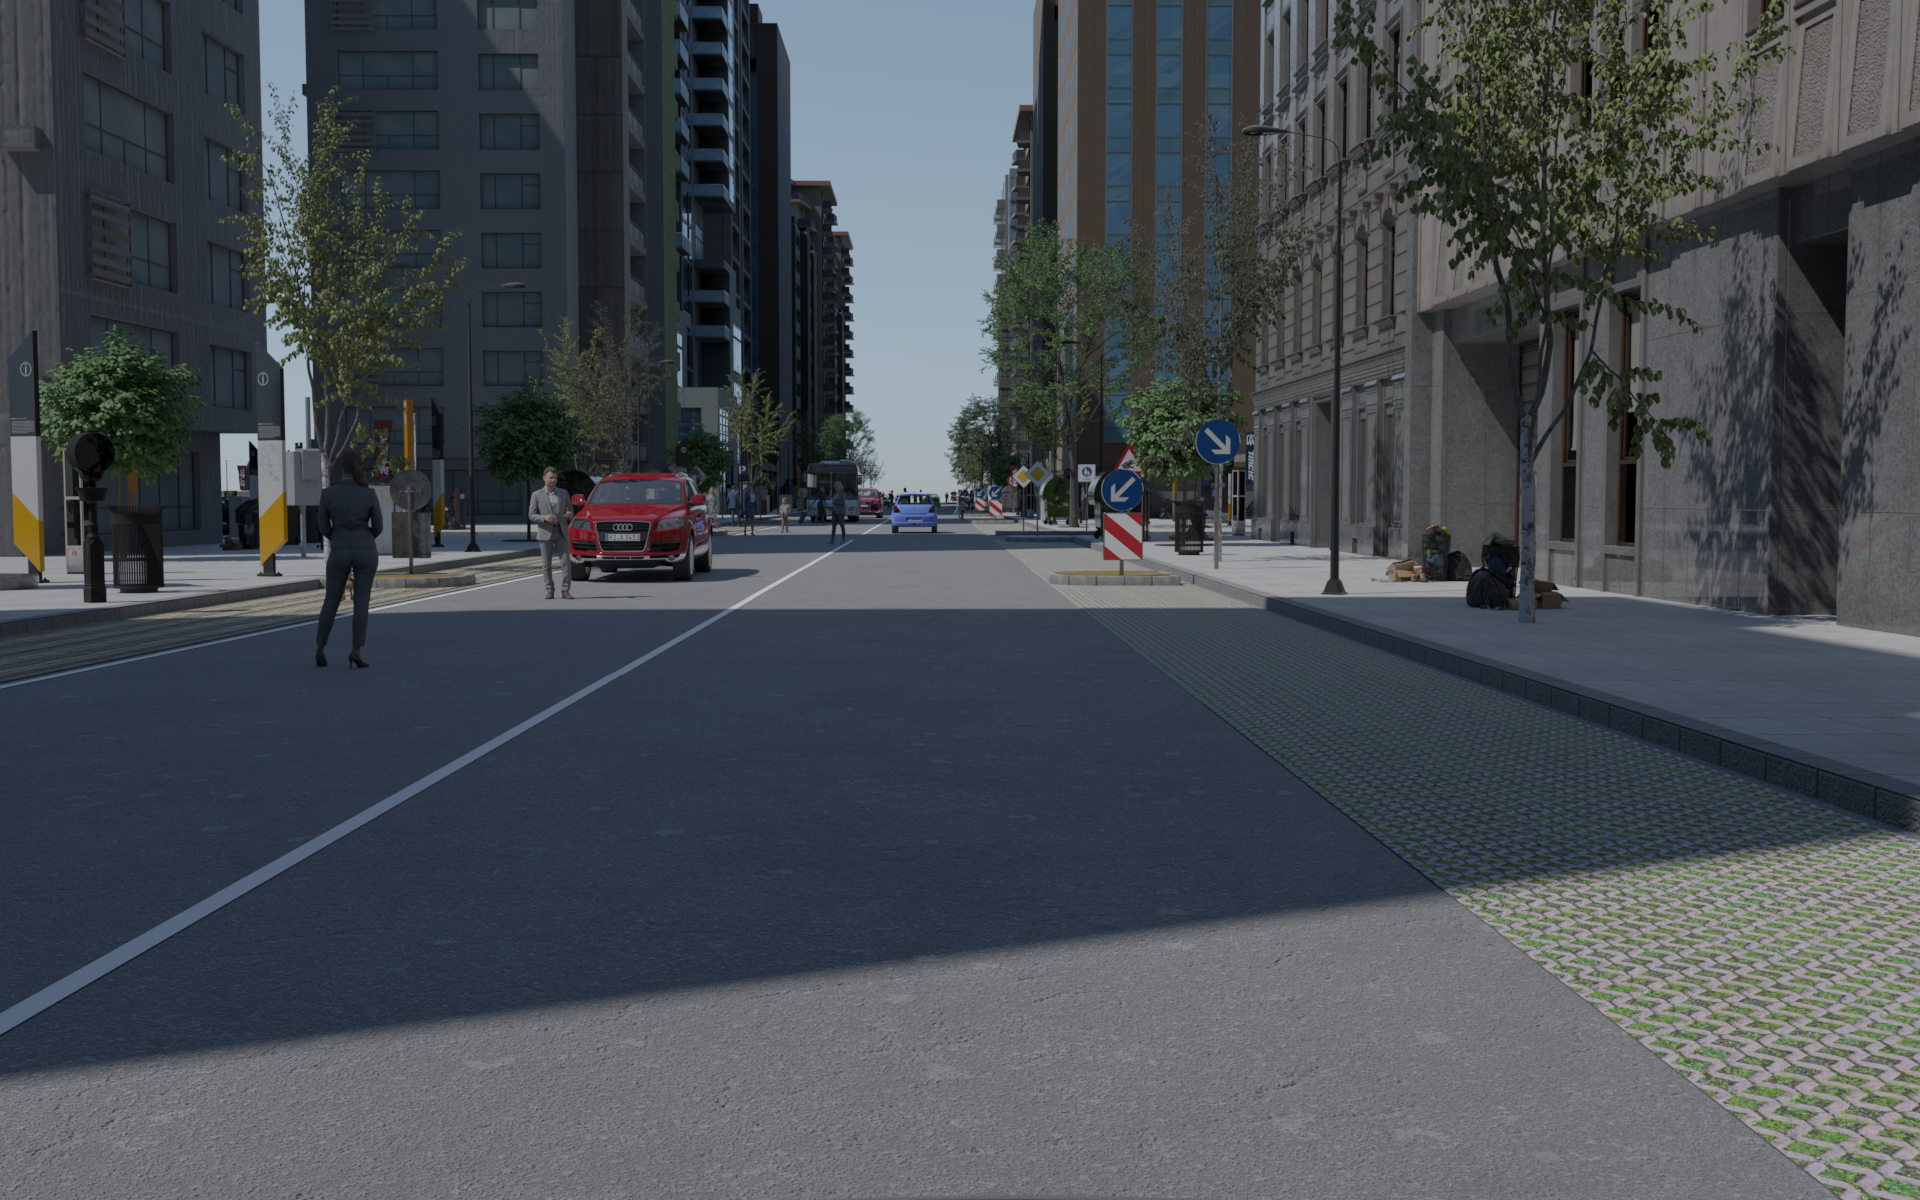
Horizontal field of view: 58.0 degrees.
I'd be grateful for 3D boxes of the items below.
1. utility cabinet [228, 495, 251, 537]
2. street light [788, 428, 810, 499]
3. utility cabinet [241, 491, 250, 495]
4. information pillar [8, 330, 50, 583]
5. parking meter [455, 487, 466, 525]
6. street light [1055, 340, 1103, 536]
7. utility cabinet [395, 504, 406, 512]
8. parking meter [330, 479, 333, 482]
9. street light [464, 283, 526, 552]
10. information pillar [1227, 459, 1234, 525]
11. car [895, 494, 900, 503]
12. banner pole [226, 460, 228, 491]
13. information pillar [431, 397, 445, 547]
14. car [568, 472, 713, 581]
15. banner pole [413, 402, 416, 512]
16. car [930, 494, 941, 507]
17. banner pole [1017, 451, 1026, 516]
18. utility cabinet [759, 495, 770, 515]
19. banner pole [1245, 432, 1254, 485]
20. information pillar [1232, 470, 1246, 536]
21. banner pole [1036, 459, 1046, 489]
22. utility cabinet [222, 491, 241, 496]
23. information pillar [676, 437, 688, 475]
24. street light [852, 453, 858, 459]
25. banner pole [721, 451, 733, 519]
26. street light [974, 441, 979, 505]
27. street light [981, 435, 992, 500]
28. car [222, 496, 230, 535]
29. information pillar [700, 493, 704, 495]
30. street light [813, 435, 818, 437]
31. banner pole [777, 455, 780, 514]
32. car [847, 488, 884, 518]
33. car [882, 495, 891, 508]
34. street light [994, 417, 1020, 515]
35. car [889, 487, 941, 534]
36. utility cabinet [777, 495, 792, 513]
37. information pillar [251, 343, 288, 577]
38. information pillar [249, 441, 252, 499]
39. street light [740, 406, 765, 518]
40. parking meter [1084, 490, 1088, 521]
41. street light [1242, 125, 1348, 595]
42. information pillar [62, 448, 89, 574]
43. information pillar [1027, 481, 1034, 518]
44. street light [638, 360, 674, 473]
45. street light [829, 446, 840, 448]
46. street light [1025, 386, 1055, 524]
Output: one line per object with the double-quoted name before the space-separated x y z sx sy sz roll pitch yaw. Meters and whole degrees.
"utility cabinet" -21.420 -2.470 51.540 0.306 1.237 1.020 -3 5 -42
"street light" -11.538 -9.140 121.984 1.470 5.913 1.316 0 4 -1
"utility cabinet" -47.660 -6.512 115.153 0.318 1.500 1.173 1 4 20
"information pillar" -13.416 -2.052 24.905 0.504 3.616 0.183 1 4 19
"parking meter" -18.684 -3.447 64.775 0.372 1.533 0.369 0 3 0
"street light" 3.735 -4.884 52.395 1.470 5.913 1.316 0 4 -1
"utility cabinet" -22.652 -3.587 69.808 1.020 1.237 0.306 0 4 3
"parking meter" -25.059 -3.861 68.838 0.255 1.863 0.399 -2 4 -29
"street light" -10.241 -4.015 38.181 1.470 5.913 1.316 0 4 -1
"information pillar" 11.088 -4.861 70.832 0.183 3.616 0.504 2 4 26
"car" -9.296 -15.915 272.205 2.014 1.417 4.499 0 4 0
"banner pole" -53.819 -8.389 127.177 0.401 3.779 0.863 -1 4 -23
"information pillar" -12.609 -3.087 41.835 0.183 3.616 0.504 -3 5 -40
"car" -5.517 -1.322 30.292 2.281 1.827 5.304 0 4 -3
"banner pole" -14.827 -3.491 47.095 0.401 3.779 0.863 -1 4 -22
"car" -3.038 -10.877 186.632 1.959 1.807 4.718 0 4 -1
"banner pole" 3.526 -6.715 99.799 0.863 3.779 0.401 3 5 43
"utility cabinet" -12.247 -5.946 108.372 0.306 1.237 1.020 -2 4 -32
"banner pole" 10.358 -4.334 60.877 0.863 3.779 0.401 3 5 43
"information pillar" 8.608 -2.995 53.458 0.304 2.012 0.304 -2 4 -28
"banner pole" 5.375 -7.581 113.966 0.863 3.779 0.401 0 4 3
"utility cabinet" -47.668 -6.365 112.742 0.318 1.500 1.173 3 5 44
"information pillar" -11.249 -4.819 70.140 0.504 3.616 0.183 0 4 -8
"street light" -12.718 -13.791 198.016 1.470 5.913 1.316 0 4 -1
"banner pole" -11.902 -6.007 88.235 0.863 3.779 0.401 1 4 18
"street light" 2.206 -10.923 151.129 1.470 5.913 1.316 0 4 -1
"street light" 2.496 -9.969 135.531 1.470 5.913 1.316 0 4 -1
"car" -23.653 -2.756 54.848 4.222 1.686 2.009 0 4 -3
"information pillar" -14.504 -6.429 96.476 0.504 3.616 0.183 -2 4 -31
"street light" -11.849 -10.034 136.599 1.470 5.913 1.316 0 4 -1
"banner pole" -11.518 -7.330 109.860 0.401 3.779 0.863 0 4 2
"car" -5.676 -5.826 103.932 2.281 1.827 5.304 0 4 0
"car" -8.220 -10.401 182.643 1.945 1.354 3.894 0 4 -3
"street light" 2.975 -8.095 104.901 1.470 5.913 1.316 0 4 -1
"car" -1.678 -3.339 64.184 1.945 1.707 3.694 0 4 -1
"utility cabinet" -12.055 -6.612 119.273 1.020 1.237 0.306 -2 4 -30
"information pillar" -10.667 -2.169 26.820 0.504 3.616 0.183 1 4 20
"information pillar" -31.109 -5.198 76.347 0.183 3.616 0.504 2 4 25
"street light" -11.023 -7.288 91.706 1.470 5.913 1.316 0 4 -1
"parking meter" 6.020 -4.608 83.756 0.372 1.533 0.369 0 3 0
"street light" 4.252 -3.025 21.993 1.470 5.913 1.316 0 4 -1
"information pillar" -14.129 -1.423 27.762 0.304 2.012 0.304 0 4 4
"information pillar" 3.747 -5.365 92.205 0.304 2.012 0.304 3 4 38
"street light" -10.605 -5.361 60.189 1.470 5.913 1.316 0 4 -1
"street light" -12.270 -11.901 167.114 1.470 5.913 1.316 0 4 -1
"street light" 3.471 -6.176 73.511 1.470 5.913 1.316 0 4 -1
